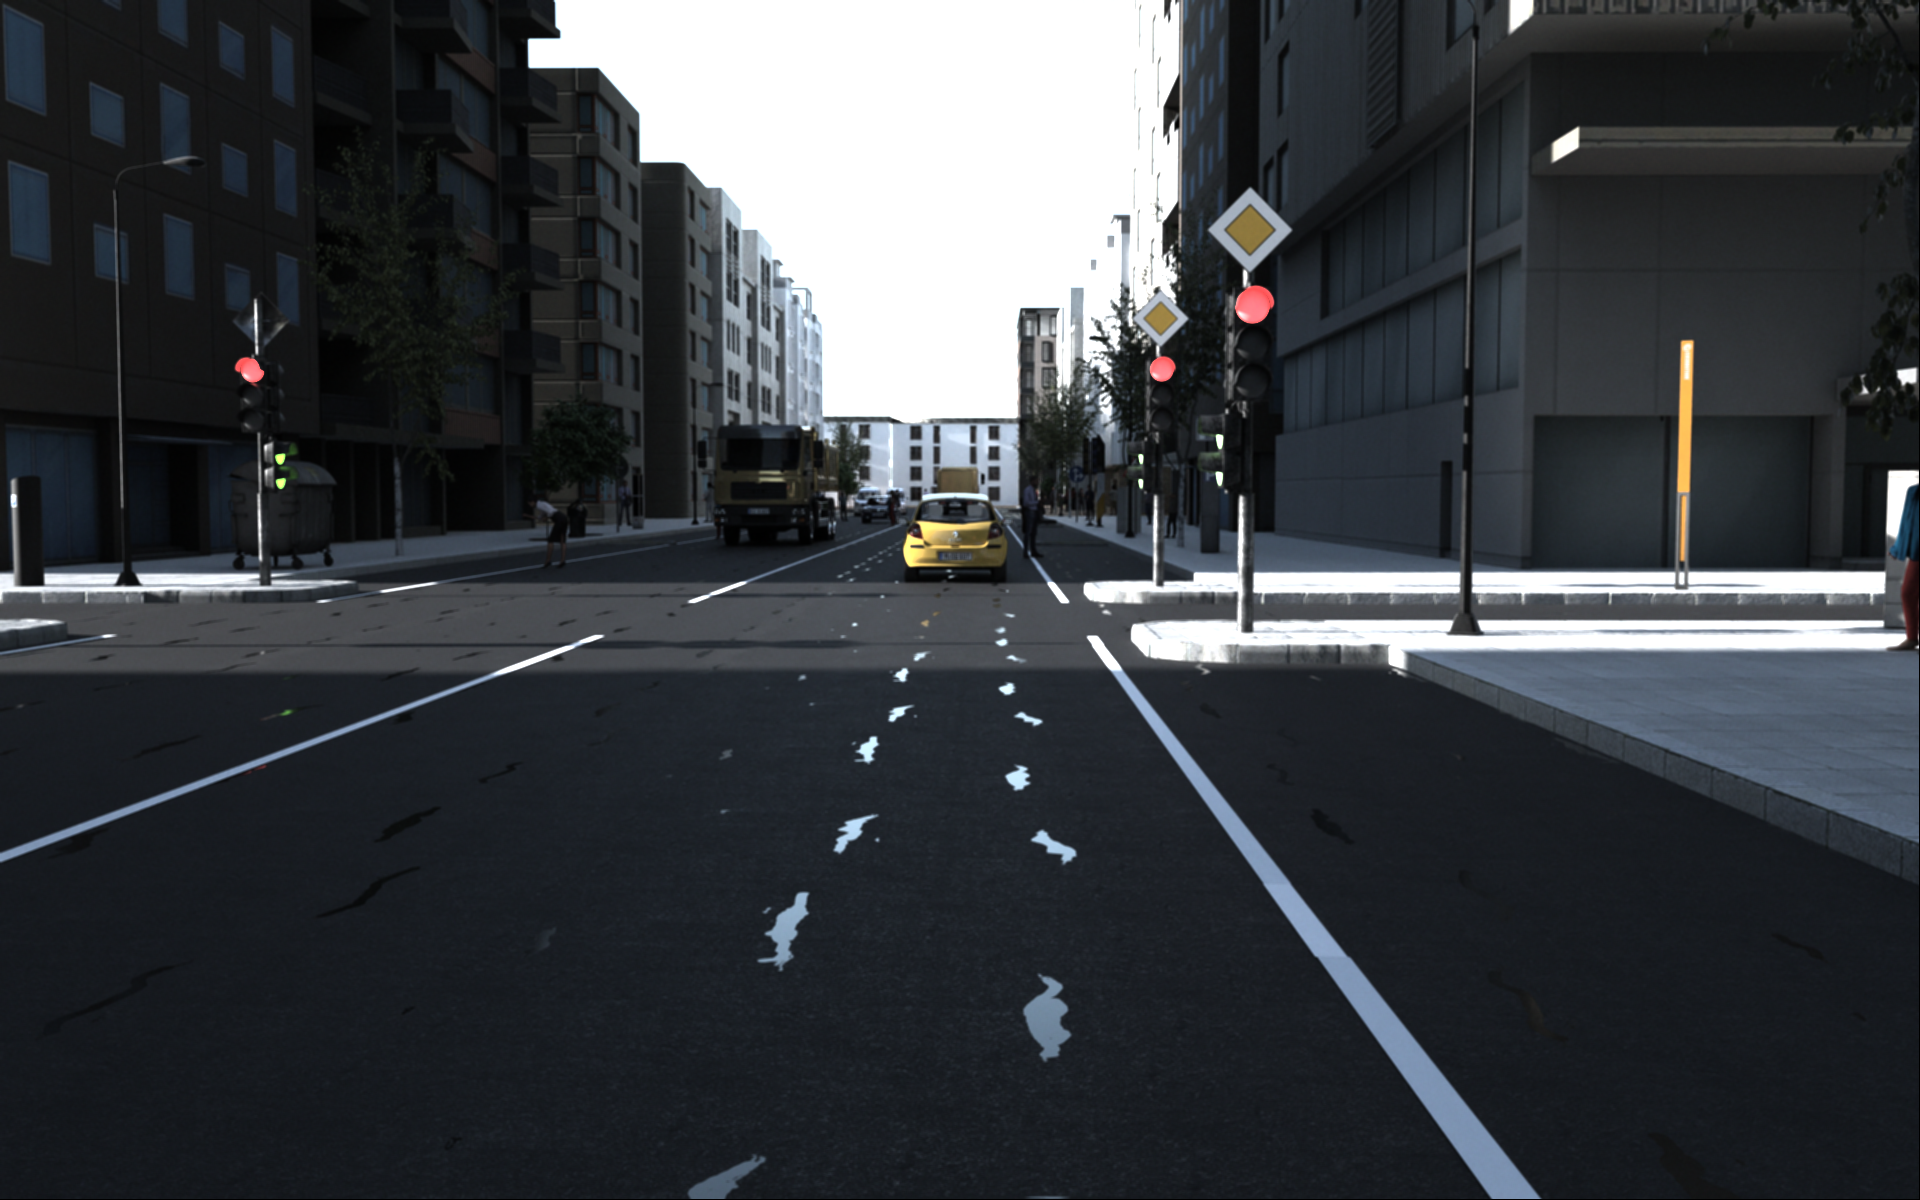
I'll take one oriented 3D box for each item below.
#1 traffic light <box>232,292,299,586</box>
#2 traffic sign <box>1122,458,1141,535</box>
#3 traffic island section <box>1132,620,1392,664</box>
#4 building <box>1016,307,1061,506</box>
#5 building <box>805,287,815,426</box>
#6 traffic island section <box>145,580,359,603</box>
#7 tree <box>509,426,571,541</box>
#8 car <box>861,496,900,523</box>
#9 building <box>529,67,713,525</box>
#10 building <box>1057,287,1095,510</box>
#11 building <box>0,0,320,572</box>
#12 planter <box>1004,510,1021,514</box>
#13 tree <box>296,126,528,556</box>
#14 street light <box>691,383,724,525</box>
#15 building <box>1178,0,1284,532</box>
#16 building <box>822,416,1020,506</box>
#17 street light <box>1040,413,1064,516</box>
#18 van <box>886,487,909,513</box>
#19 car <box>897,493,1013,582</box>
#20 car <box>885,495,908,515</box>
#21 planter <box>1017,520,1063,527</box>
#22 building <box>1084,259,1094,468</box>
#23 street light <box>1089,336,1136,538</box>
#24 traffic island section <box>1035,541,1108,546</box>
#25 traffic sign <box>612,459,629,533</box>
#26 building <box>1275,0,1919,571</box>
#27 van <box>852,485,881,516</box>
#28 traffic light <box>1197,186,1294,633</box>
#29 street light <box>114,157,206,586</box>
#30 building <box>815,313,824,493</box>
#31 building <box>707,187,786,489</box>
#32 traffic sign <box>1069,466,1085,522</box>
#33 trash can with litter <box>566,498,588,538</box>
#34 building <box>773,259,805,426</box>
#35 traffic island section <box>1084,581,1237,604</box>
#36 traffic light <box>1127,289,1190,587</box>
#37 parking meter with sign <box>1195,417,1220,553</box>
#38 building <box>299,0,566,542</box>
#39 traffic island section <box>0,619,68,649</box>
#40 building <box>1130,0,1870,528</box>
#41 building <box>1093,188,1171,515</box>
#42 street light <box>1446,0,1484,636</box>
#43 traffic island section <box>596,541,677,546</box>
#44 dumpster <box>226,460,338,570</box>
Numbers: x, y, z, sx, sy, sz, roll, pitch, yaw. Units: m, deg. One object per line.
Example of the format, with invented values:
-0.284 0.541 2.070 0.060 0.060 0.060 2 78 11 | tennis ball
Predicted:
-9.700 -2.153 24.115 0.839 4.253 0.868 0 4 1 | traffic light
5.483 -3.297 53.913 0.884 2.594 0.081 0 4 3 | traffic sign
2.670 0.379 16.090 2.009 0.180 2.903 0 4 1 | traffic island section
22.997 -21.763 199.805 32.646 21.610 27.936 0 4 1 | building
-21.244 -17.871 148.603 16.016 20.091 11.380 0 4 1 | building
-9.740 -0.120 24.250 2.009 0.180 2.903 0 4 1 | traffic island section
-11.352 -3.262 47.932 1.663 3.219 1.824 0 3 0 | tree
-3.924 -4.502 86.182 1.945 1.354 3.894 0 4 2 | car
-28.243 -14.682 85.097 27.650 21.520 28.899 0 4 1 | building
17.811 -17.719 156.166 16.747 18.905 31.486 0 4 1 | building
-22.352 -23.440 33.351 14.600 45.320 14.200 0 4 1 | building
4.168 -6.406 125.879 1.991 0.319 1.994 0 4 1 | planter
-11.380 -5.214 35.620 4.737 8.622 4.395 0 3 0 | tree
-10.546 -6.104 72.334 1.470 5.913 1.316 0 4 1 | street light
15.876 -25.305 63.842 14.600 45.320 14.200 0 4 1 | building
-7.498 -15.186 190.434 28.070 9.664 9.099 0 4 1 | building
5.250 -7.739 99.080 1.470 5.913 1.316 0 4 1 | street light
-4.779 -7.424 128.391 2.013 2.044 4.112 0 4 -1 | van
-0.084 -1.190 29.678 2.015 1.641 3.980 0 4 0 | car
-4.679 -6.630 120.764 2.083 1.381 4.827 0 4 -1 | car
3.491 -3.335 75.671 1.991 0.319 1.994 0 4 1 | planter
16.930 -16.286 122.702 16.016 20.091 11.380 0 4 1 | building
4.477 -4.797 50.979 1.470 5.913 1.316 0 4 1 | street light
3.116 -1.582 48.737 1.991 0.108 1.994 0 4 1 | traffic island section
-11.410 -3.523 57.705 0.768 2.556 0.104 0 4 5 | traffic sign
21.932 -27.491 38.720 27.495 52.752 28.713 0 4 1 | building
-5.923 -6.424 112.051 2.013 2.044 4.112 0 4 1 | van
2.630 -1.655 15.976 0.839 4.253 0.868 0 4 1 | traffic light
-11.093 -3.149 24.025 1.470 5.913 1.316 0 4 1 | street light
-19.021 -18.861 164.801 11.380 20.091 16.016 0 4 1 | building
-21.839 -15.252 115.824 16.747 18.905 31.486 0 4 1 | building
5.302 -4.798 78.561 0.768 2.556 0.104 0 4 1 | traffic sign
-11.493 -2.418 50.916 1.055 1.170 0.624 1 4 12 | trash can with litter
-21.098 -17.176 137.241 16.016 20.091 11.380 0 4 1 | building
2.780 -0.110 24.074 2.009 0.180 2.903 0 4 1 | traffic island section
2.740 -2.143 23.961 0.839 4.253 0.868 0 4 1 | traffic light
5.506 -2.573 38.323 0.543 3.016 1.738 0 4 5 | parking meter with sign
-25.594 -24.502 55.234 22.147 44.769 28.867 0 4 1 | building
-9.850 0.368 16.266 2.009 0.180 2.903 0 4 1 | traffic island section
22.886 -30.281 84.330 28.713 52.752 27.495 0 4 1 | building
17.154 -15.591 111.339 16.016 20.091 11.380 0 4 1 | building
4.079 -2.638 15.672 1.470 5.913 1.316 0 4 1 | street light
-9.074 -1.592 48.894 1.991 0.108 1.994 0 4 1 | traffic island section
-11.712 -1.480 29.962 1.264 1.857 1.865 0 4 1 | dumpster
